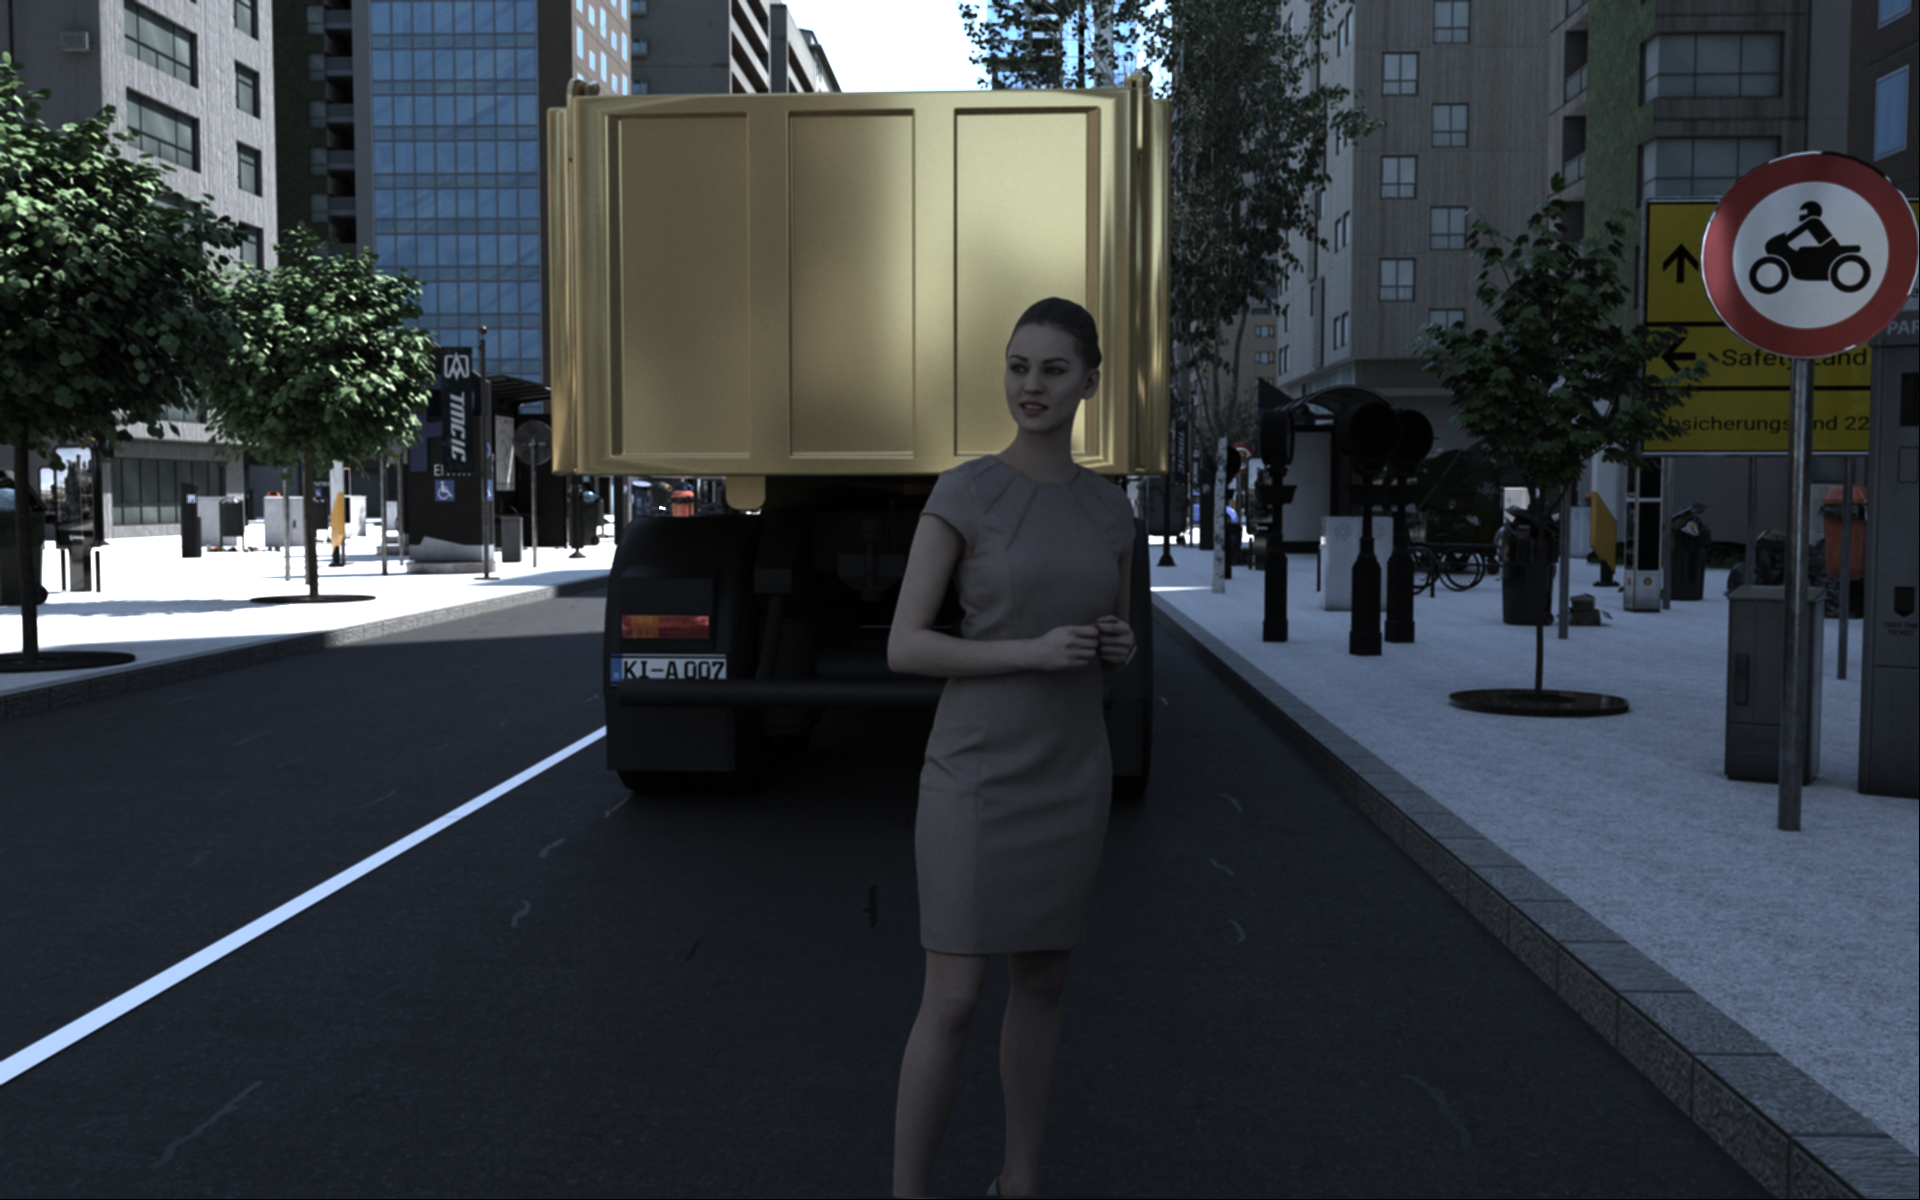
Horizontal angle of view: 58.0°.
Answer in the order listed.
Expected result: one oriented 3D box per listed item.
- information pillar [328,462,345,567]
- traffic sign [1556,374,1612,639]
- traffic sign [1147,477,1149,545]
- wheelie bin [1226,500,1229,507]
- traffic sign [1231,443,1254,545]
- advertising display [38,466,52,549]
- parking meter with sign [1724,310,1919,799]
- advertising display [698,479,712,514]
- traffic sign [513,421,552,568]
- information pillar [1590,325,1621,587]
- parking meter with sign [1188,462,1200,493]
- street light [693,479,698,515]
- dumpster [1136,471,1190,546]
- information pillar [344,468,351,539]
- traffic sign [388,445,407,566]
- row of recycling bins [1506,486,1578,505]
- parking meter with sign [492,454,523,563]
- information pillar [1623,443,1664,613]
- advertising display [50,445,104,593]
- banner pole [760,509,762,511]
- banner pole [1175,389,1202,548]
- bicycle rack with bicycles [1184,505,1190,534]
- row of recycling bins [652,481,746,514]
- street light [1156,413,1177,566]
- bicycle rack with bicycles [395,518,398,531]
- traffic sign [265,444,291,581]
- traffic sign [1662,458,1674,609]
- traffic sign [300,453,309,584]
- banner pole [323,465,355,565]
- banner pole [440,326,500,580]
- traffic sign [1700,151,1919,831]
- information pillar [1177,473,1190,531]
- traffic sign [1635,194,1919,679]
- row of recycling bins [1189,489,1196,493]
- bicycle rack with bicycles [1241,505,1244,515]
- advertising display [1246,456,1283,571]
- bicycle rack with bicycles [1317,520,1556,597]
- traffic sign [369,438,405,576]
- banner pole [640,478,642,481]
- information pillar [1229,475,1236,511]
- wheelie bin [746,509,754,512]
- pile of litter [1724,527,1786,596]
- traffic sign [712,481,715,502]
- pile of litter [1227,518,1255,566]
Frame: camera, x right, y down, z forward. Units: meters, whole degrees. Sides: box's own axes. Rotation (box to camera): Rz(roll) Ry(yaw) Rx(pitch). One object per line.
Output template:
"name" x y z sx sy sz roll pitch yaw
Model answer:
"information pillar" -10.954 -2.387 30.388 0.183 3.616 0.504 -3 4 -37
"traffic sign" 5.351 -0.929 15.289 0.768 2.556 0.104 1 4 10
"traffic sign" 4.561 -2.441 42.035 0.606 2.300 0.079 0 4 4
"wheelie bin" 12.423 -4.549 82.290 0.980 1.594 0.693 -3 4 -38
"traffic sign" 6.955 -2.625 43.026 0.768 2.556 0.104 0 4 7
"advertising display" -20.879 -2.147 40.313 0.974 1.923 0.123 -2 4 -28
"parking meter with sign" 4.229 -0.677 7.327 1.738 3.016 0.543 2 4 33
"advertising display" -7.231 -2.673 48.914 0.123 1.923 0.974 -2 4 -30
"traffic sign" -7.396 -1.832 30.058 0.768 2.556 0.104 0 4 8
"information pillar" 8.930 -1.993 23.948 0.504 3.616 0.183 -2 4 -35
"parking meter with sign" 13.334 -6.017 94.636 1.738 3.016 0.543 3 5 39
"street light" -5.526 -4.101 39.600 1.470 5.913 1.316 0 4 2
"dumpster" 5.120 -2.321 43.710 1.264 1.857 1.865 0 4 2
"information pillar" -17.484 -2.726 49.068 0.304 2.012 0.304 1 4 18
"traffic sign" -9.936 -1.880 30.750 0.884 2.594 0.081 0 4 7
"row of recycling bins" 29.228 -4.917 87.505 3.534 1.692 1.069 2 4 24
"parking meter with sign" -9.103 -2.213 32.442 1.738 3.016 0.543 0 4 -5
"information pillar" 7.431 -0.876 18.815 0.304 2.012 0.304 0 3 0
"advertising display" -11.577 -1.073 22.752 0.974 1.923 0.123 2 4 35
"banner pole" -8.030 -4.775 68.086 0.863 3.779 0.401 1 4 19
"banner pole" 5.387 -3.141 41.371 0.863 3.779 0.401 -3 5 -42
"bicycle rack with bicycles" 7.517 -2.614 56.129 2.852 0.926 2.925 0 4 6
"row of recycling bins" -8.802 -3.095 57.713 3.534 1.692 1.069 -2 4 -35
"street light" 3.140 -3.558 30.716 1.470 5.913 1.316 0 4 2
"bicycle rack with bicycles" -16.645 -2.635 56.469 2.925 0.926 2.852 3 5 42
"traffic sign" -9.887 -1.547 25.402 0.768 2.556 0.104 0 4 7
"traffic sign" 7.867 -1.169 19.218 0.768 2.556 0.104 1 4 11
"traffic sign" -9.282 -1.502 24.554 0.884 2.594 0.081 0 4 4
"banner pole" -11.395 -2.533 31.425 0.863 3.779 0.401 2 4 27
"banner pole" -7.345 -2.195 25.913 0.863 3.779 0.401 0 4 -2
"traffic sign" 3.172 -0.394 6.548 0.768 2.556 0.104 1 4 10
"information pillar" 7.858 -3.455 60.977 0.304 2.012 0.304 -3 4 -37
"traffic sign" 5.792 -1.103 11.913 2.265 3.308 0.079 0 4 3
"row of recycling bins" 18.987 -8.086 139.311 3.534 1.692 1.069 -1 4 -10
"bicycle rack with bicycles" 18.678 -5.635 105.516 2.852 0.926 2.925 -3 5 -45
"advertising display" 5.101 -1.459 29.068 0.123 1.923 0.974 -1 4 -21
"bicycle rack with bicycles" 5.972 -0.583 22.921 2.852 0.926 2.925 -3 4 -39
"traffic sign" -9.069 -1.659 27.228 0.768 2.556 0.104 1 4 9
"banner pole" -18.996 -6.840 101.859 0.863 3.779 0.401 -1 4 -21
"information pillar" 14.186 -6.041 90.130 0.183 3.616 0.504 -2 4 -29
"wheelie bin" -15.095 -7.159 124.951 0.693 1.594 0.980 2 4 34
"pile of litter" 10.505 -0.488 21.945 1.719 0.858 1.176 0 4 4
"traffic sign" -7.361 -3.162 51.797 0.768 2.556 0.104 1 4 11
"pile of litter" 5.193 -1.077 31.582 1.176 0.858 1.719 2 4 23
